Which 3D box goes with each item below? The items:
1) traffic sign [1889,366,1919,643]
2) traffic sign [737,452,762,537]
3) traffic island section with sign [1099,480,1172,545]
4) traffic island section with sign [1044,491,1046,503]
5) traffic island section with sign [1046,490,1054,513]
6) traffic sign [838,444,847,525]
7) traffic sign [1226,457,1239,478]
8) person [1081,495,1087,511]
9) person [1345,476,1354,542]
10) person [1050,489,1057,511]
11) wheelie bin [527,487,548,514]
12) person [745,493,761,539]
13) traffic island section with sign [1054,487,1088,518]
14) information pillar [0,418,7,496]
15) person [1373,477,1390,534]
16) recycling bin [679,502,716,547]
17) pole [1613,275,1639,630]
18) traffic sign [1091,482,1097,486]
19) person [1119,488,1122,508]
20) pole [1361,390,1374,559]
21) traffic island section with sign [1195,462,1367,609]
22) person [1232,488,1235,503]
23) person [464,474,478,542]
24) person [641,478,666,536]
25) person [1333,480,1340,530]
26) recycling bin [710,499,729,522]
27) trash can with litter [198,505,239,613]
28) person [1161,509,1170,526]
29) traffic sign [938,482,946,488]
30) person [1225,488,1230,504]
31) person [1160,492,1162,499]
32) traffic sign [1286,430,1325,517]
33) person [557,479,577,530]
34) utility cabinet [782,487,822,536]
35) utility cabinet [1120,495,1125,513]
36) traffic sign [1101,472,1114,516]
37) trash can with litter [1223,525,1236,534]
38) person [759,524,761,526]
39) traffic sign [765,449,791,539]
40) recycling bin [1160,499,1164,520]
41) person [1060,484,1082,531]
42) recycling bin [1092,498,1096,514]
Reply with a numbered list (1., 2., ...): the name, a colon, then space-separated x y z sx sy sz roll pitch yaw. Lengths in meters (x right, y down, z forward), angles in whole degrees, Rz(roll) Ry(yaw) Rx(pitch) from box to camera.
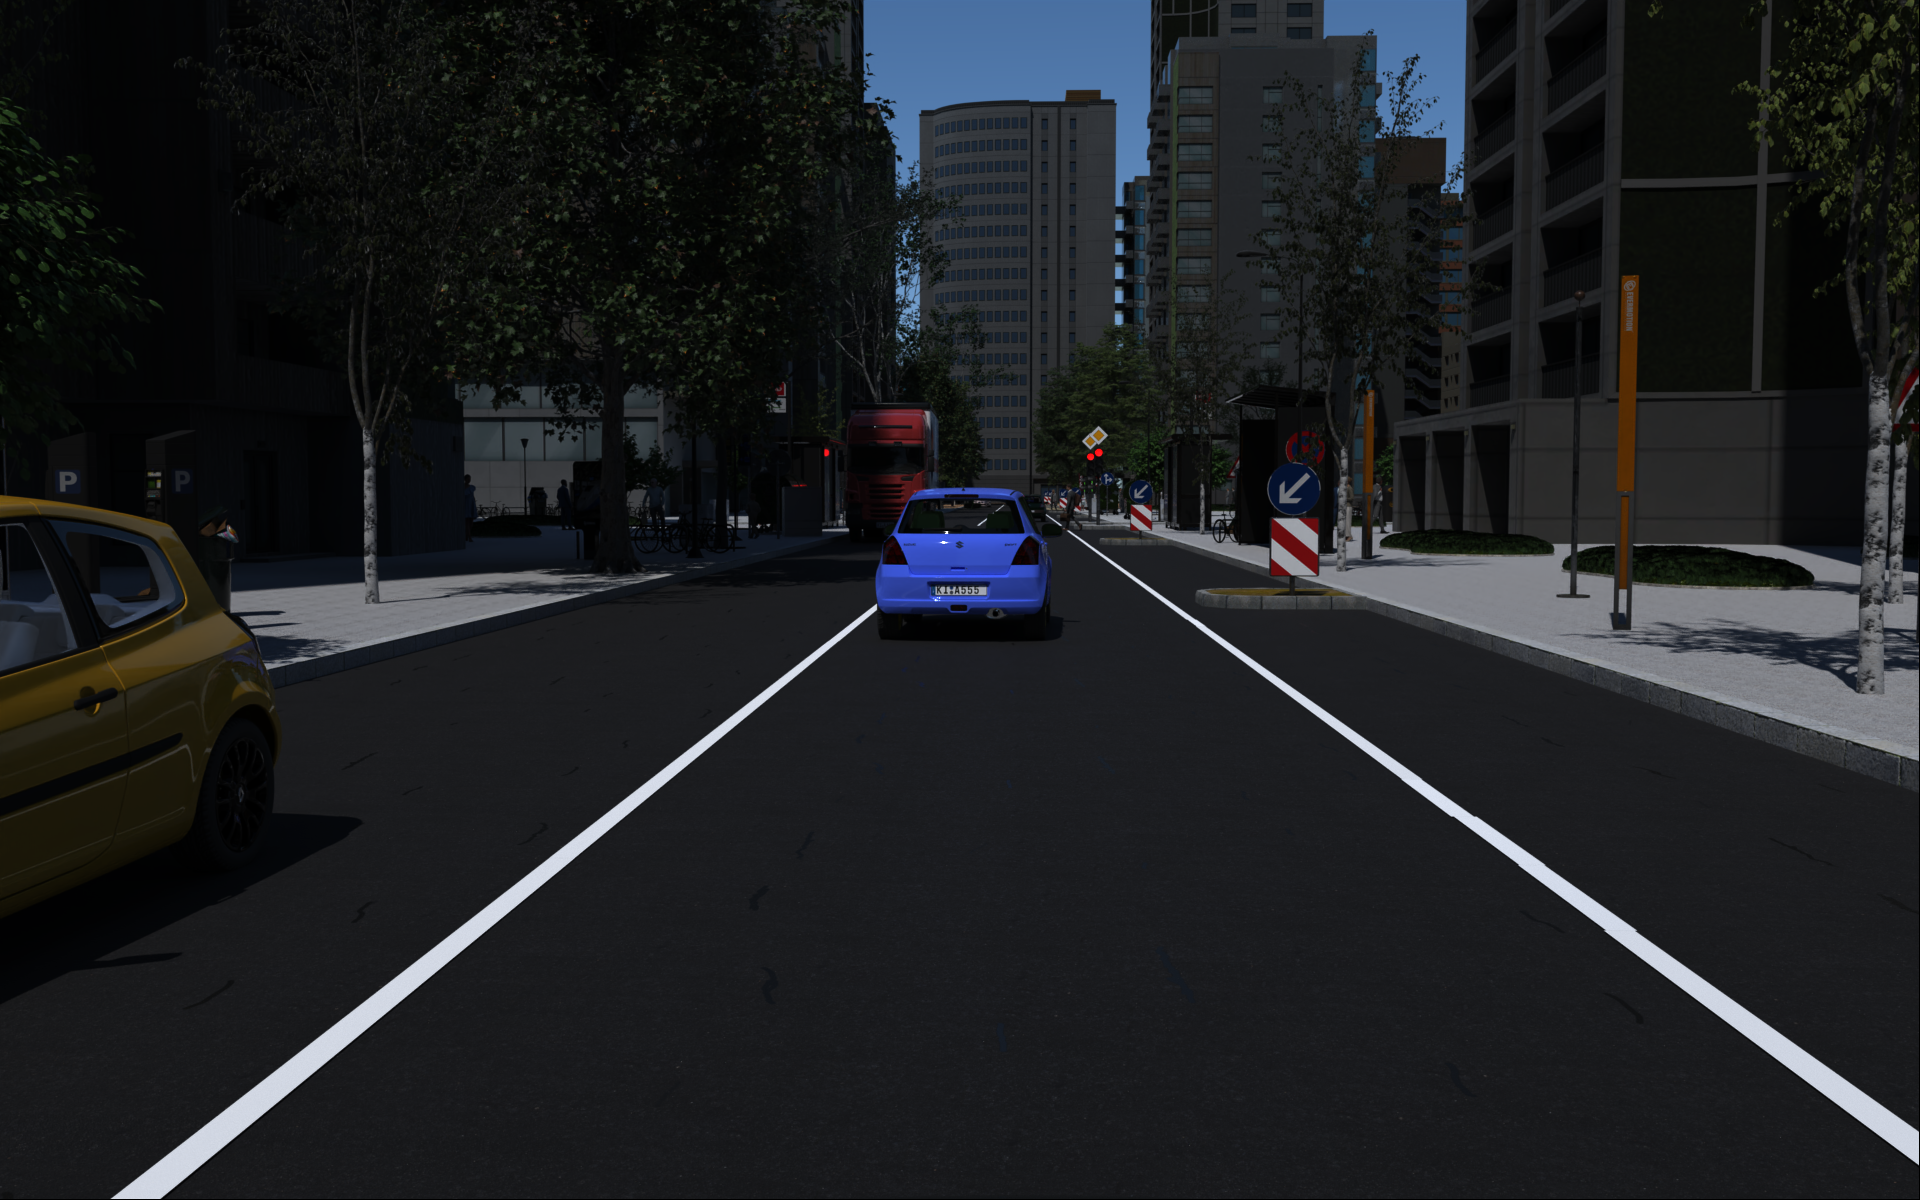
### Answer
1. traffic sign: 8.257 -0.906 14.819 0.884 2.594 0.081 0 4 6
2. traffic sign: -6.311 -3.169 51.916 0.768 2.556 0.104 0 4 8
3. traffic island section with sign: 5.001 -2.495 49.419 1.989 1.847 2.006 0 4 2
4. traffic island section with sign: 9.374 -10.549 181.100 1.989 1.847 2.006 0 4 2
5. traffic island section with sign: 7.723 -7.501 131.263 1.989 1.847 2.006 0 4 2
6. traffic sign: -5.100 -4.712 70.917 2.265 3.308 0.079 0 4 4
7. traffic sign: 9.250 -3.505 57.306 0.884 2.594 0.081 0 4 7
8. person: 9.229 -7.207 128.892 0.505 1.210 0.382 2 4 24
9. person: 10.453 -2.467 46.932 0.362 1.759 0.519 0 4 -2
10. person: 7.391 -7.762 135.595 0.709 1.800 0.728 3 5 43
11. wheelie bin: -19.489 -4.414 80.072 0.980 1.594 0.693 -3 5 -44
12. person: -5.962 -2.413 49.765 0.475 1.303 0.640 -3 5 -43
13. traffic island section with sign: 6.809 -5.832 103.987 1.989 1.847 2.006 0 4 2
14. information pillar: -8.349 -0.628 14.764 0.304 2.012 0.304 0 4 8
15. person: 13.501 -3.057 56.121 0.850 1.850 0.679 1 4 18
16. recycling bin: -6.489 -1.840 42.630 0.722 1.027 0.722 0 4 4
17. pole: 6.272 -1.374 16.306 0.158 3.312 0.155 0 3 0
18. traffic sign: 9.665 -7.615 124.613 0.768 2.556 0.104 0 4 3
19. person: 13.152 -8.209 140.535 0.573 1.790 0.520 2 4 28
20. pole: 8.025 -2.460 34.066 0.158 3.312 0.155 0 3 0
21. traffic island section with sign: 4.103 -0.847 22.479 1.989 1.847 2.006 0 4 2
22. person: 23.751 -8.851 150.532 0.755 1.850 0.659 2 4 26
23. person: -13.250 -2.468 46.483 0.616 1.811 0.778 -2 4 -32
24. person: -9.474 -2.869 53.432 0.782 1.767 0.515 0 4 -2
25. person: 13.476 -3.389 61.637 0.721 1.800 0.419 1 4 17
26. recycling bin: -11.245 -4.182 80.937 0.722 1.027 0.722 1 4 14
27. trash can with litter: -8.001 -0.391 17.785 1.055 1.170 0.624 -2 4 -31
28. person: 8.541 -3.908 70.299 0.624 1.780 0.694 -3 5 -42
29. traffic sign: -1.477 -8.502 141.134 0.606 2.300 0.079 0 4 3
30. person: 23.597 -8.991 153.327 0.573 1.790 0.520 -1 4 -11
31. person: 17.748 -8.877 151.757 0.480 1.755 0.524 0 4 5
32. traffic sign: 6.894 -2.112 34.634 0.768 2.556 0.104 1 4 9
33. person: -14.042 -3.388 61.617 0.721 1.800 0.419 2 4 33
34. utility cabinet: -4.751 -2.655 52.085 1.173 1.500 0.318 -1 4 -22
35. utility cabinet: 11.505 -6.562 118.454 1.020 1.237 0.306 1 4 23
36. traffic sign: 8.541 -6.140 100.501 0.768 2.556 0.104 1 4 8
37. trash can with litter: 8.904 -2.692 55.409 0.624 1.170 1.055 -3 5 -45
38. person: -7.724 -3.860 69.240 0.778 1.811 0.616 1 4 14
39. traffic sign: -5.178 -3.009 49.299 0.768 2.556 0.104 1 4 11
40. recycling bin: 10.201 -4.466 85.570 0.722 1.027 0.722 1 4 15
41. person: 4.351 -3.619 67.639 0.822 1.834 0.622 1 4 17
42. recycling bin: 8.805 -6.082 111.991 0.722 1.027 0.722 0 4 -3
